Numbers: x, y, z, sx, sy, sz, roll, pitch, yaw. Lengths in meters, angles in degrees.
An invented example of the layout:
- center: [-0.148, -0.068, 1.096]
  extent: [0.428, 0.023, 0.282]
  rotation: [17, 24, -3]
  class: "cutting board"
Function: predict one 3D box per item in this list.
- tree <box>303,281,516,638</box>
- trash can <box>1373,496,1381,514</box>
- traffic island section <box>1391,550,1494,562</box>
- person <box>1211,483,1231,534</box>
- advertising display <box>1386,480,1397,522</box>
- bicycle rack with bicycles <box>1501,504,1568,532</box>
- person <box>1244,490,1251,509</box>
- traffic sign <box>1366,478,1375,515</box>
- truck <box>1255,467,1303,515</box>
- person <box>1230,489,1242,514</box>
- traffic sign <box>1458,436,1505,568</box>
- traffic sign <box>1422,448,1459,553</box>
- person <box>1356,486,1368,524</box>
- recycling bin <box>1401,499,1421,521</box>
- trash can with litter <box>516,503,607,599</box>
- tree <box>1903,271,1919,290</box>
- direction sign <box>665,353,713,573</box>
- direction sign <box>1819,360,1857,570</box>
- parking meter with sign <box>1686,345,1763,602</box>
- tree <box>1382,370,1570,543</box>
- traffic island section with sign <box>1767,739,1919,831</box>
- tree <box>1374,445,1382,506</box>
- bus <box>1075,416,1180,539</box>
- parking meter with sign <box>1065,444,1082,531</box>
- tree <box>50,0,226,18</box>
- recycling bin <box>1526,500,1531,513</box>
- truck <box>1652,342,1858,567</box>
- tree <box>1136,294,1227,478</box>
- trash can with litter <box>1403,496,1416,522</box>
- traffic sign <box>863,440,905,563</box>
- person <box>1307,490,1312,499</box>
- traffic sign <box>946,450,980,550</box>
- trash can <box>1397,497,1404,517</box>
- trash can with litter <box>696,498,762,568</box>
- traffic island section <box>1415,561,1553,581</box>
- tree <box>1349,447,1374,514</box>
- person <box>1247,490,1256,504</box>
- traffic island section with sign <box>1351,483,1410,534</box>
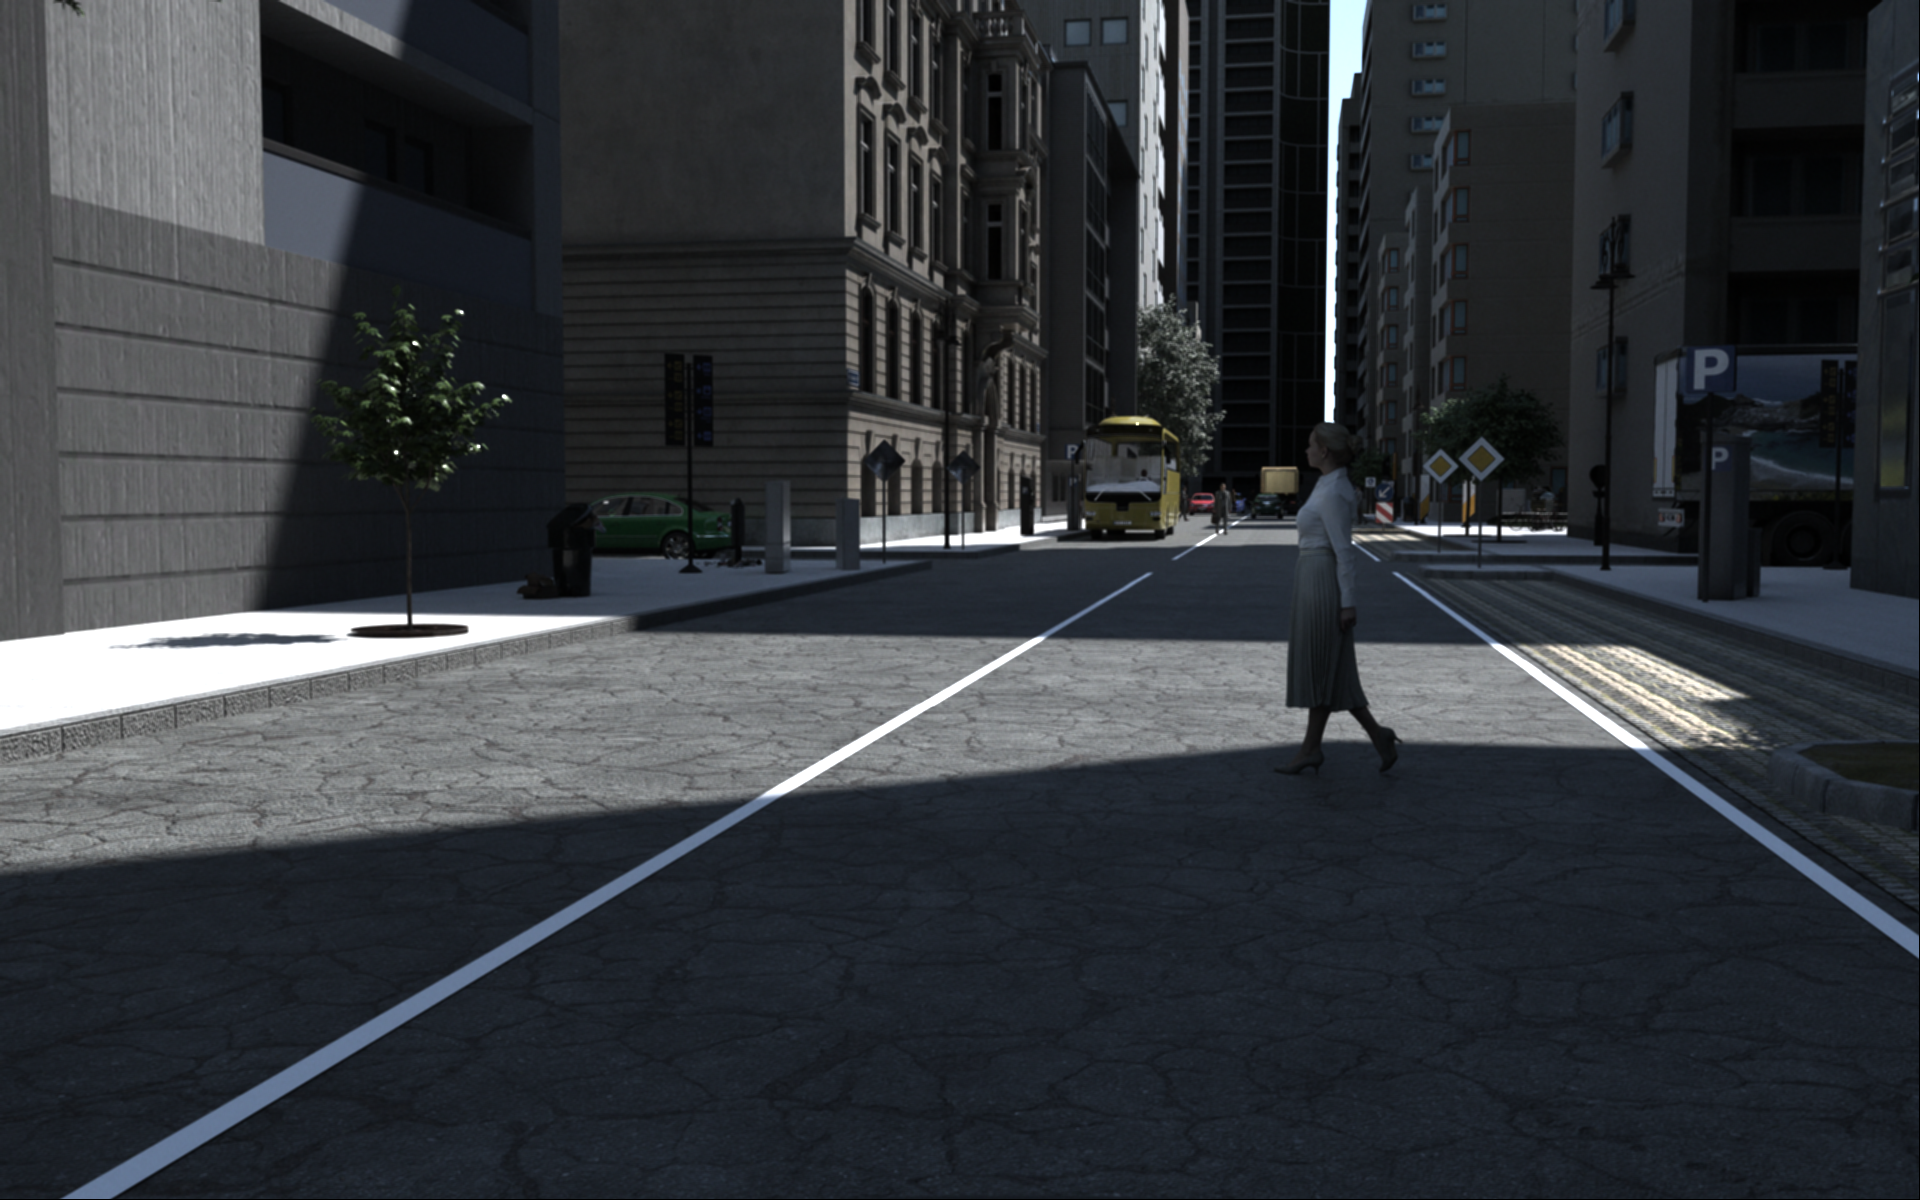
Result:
- center: [-5.145, -1.306, 15.950]
  extent: [1.663, 3.219, 1.824]
  rotation: [0, 3, 0]
  class: "tree"
- center: [25.903, -5.828, 106.937]
  extent: [0.748, 1.137, 0.748]
  rotation: [0, 3, 0]
  class: "trash can"
- center: [10.507, -0.956, 37.912]
  extent: [2.009, 0.180, 2.903]
  rotation: [1, 4, 11]
  class: "traffic island section"
- center: [9.299, -3.236, 61.517]
  extent: [0.694, 1.812, 0.767]
  rotation: [0, 4, -2]
  class: "person"
- center: [19.966, -4.583, 80.152]
  extent: [0.123, 1.923, 0.974]
  rotation: [0, 4, -7]
  class: "advertising display"
- center: [20.291, -2.865, 60.226]
  extent: [2.925, 0.926, 2.852]
  rotation: [-1, 4, -18]
  class: "bicycle rack with bicycles"
- center: [27.518, -9.521, 164.304]
  extent: [1.348, 1.807, 0.705]
  rotation: [2, 4, 30]
  class: "person"
- center: [24.962, -6.312, 105.334]
  extent: [0.606, 2.300, 0.079]
  rotation: [1, 4, 18]
  class: "traffic sign"
- center: [22.769, -7.803, 123.508]
  extent: [3.469, 3.379, 9.791]
  rotation: [1, 4, 10]
  class: "truck"
- center: [19.603, -7.081, 124.376]
  extent: [1.348, 1.812, 0.705]
  rotation: [1, 4, 18]
  class: "person"
- center: [9.011, -1.612, 29.991]
  extent: [0.795, 2.450, 0.064]
  rotation: [1, 4, 11]
  class: "traffic sign"
- center: [10.482, -2.092, 37.840]
  extent: [0.795, 2.450, 0.064]
  rotation: [1, 4, 11]
  class: "traffic sign"
- center: [18.805, -4.463, 81.594]
  extent: [0.853, 1.813, 0.709]
  rotation: [0, 4, -8]
  class: "person"
- center: [21.652, -4.315, 83.101]
  extent: [0.722, 1.027, 0.722]
  rotation: [-1, 4, -19]
  class: "recycling bin"
- center: [-4.945, -0.617, 21.475]
  extent: [0.624, 1.170, 1.055]
  rotation: [2, 4, 32]
  class: "trash can with litter"
- center: [7.578, -1.636, 10.464]
  extent: [4.285, 4.588, 4.351]
  rotation: [0, 3, 0]
  class: "tree"
- center: [-4.398, -2.213, 28.183]
  extent: [0.876, 3.537, 0.379]
  rotation: [-3, 5, -40]
  class: "direction sign"
- center: [14.922, -2.289, 29.415]
  extent: [0.876, 3.537, 0.379]
  rotation: [-1, 4, -21]
  class: "direction sign"
- center: [9.358, -1.520, 21.109]
  extent: [0.543, 3.016, 1.738]
  rotation: [3, 4, 38]
  class: "parking meter with sign"
- center: [14.400, -3.803, 45.896]
  extent: [4.285, 4.588, 4.351]
  rotation: [0, 3, 0]
  class: "tree"
- center: [4.910, 0.042, 7.948]
  extent: [1.989, 1.847, 2.006]
  rotation: [1, 4, 11]
  class: "traffic island section with sign"
- center: [15.387, -4.219, 52.688]
  extent: [4.285, 4.588, 4.351]
  rotation: [0, 3, 0]
  class: "tree"
- center: [5.904, -4.086, 58.350]
  extent: [2.896, 3.916, 12.252]
  rotation: [1, 4, 9]
  class: "bus"
- center: [4.036, -3.958, 60.981]
  extent: [0.543, 3.016, 1.738]
  rotation: [1, 4, 9]
  class: "parking meter with sign"
- center: [-6.486, -4.465, 7.423]
  extent: [8.767, 10.594, 7.601]
  rotation: [1, 4, 19]
  class: "tree"
- center: [25.183, -3.848, 75.476]
  extent: [0.722, 1.027, 0.722]
  rotation: [-3, 5, -41]
  class: "recycling bin"
- center: [19.227, -2.676, 32.673]
  extent: [11.283, 4.237, 2.839]
  rotation: [1, 4, 12]
  class: "truck"
- center: [11.925, -12.413, 109.615]
  extent: [9.857, 13.997, 8.962]
  rotation: [0, 3, 0]
  class: "tree"
- center: [20.617, -4.154, 79.305]
  extent: [0.624, 1.170, 1.055]
  rotation: [1, 4, 9]
  class: "trash can with litter"
- center: [-1.399, -1.732, 31.956]
  extent: [0.795, 2.450, 0.064]
  rotation: [1, 4, 11]
  class: "traffic sign"
- center: [34.754, -9.999, 171.989]
  extent: [0.705, 1.823, 1.348]
  rotation: [-1, 4, -10]
  class: "person"
- center: [0.073, -2.212, 39.805]
  extent: [0.795, 2.450, 0.064]
  rotation: [1, 4, 11]
  class: "traffic sign"
- center: [24.587, -5.213, 96.882]
  extent: [0.748, 1.137, 0.748]
  rotation: [0, 3, 0]
  class: "trash can"
- center: [-4.123, -1.222, 31.045]
  extent: [1.678, 1.210, 2.233]
  rotation: [0, 4, -1]
  class: "trash can with litter"
- center: [9.035, -0.476, 30.064]
  extent: [2.009, 0.180, 2.903]
  rotation: [1, 4, 11]
  class: "traffic island section"
- center: [27.231, -7.934, 113.437]
  extent: [4.285, 4.588, 4.351]
  rotation: [0, 3, 0]
  class: "tree"
- center: [25.260, -8.602, 149.282]
  extent: [1.348, 1.807, 0.705]
  rotation: [-2, 4, -29]
  class: "person"
- center: [15.053, -3.270, 62.090]
  extent: [1.989, 1.847, 2.006]
  rotation: [1, 4, 11]
  class: "traffic island section with sign"
